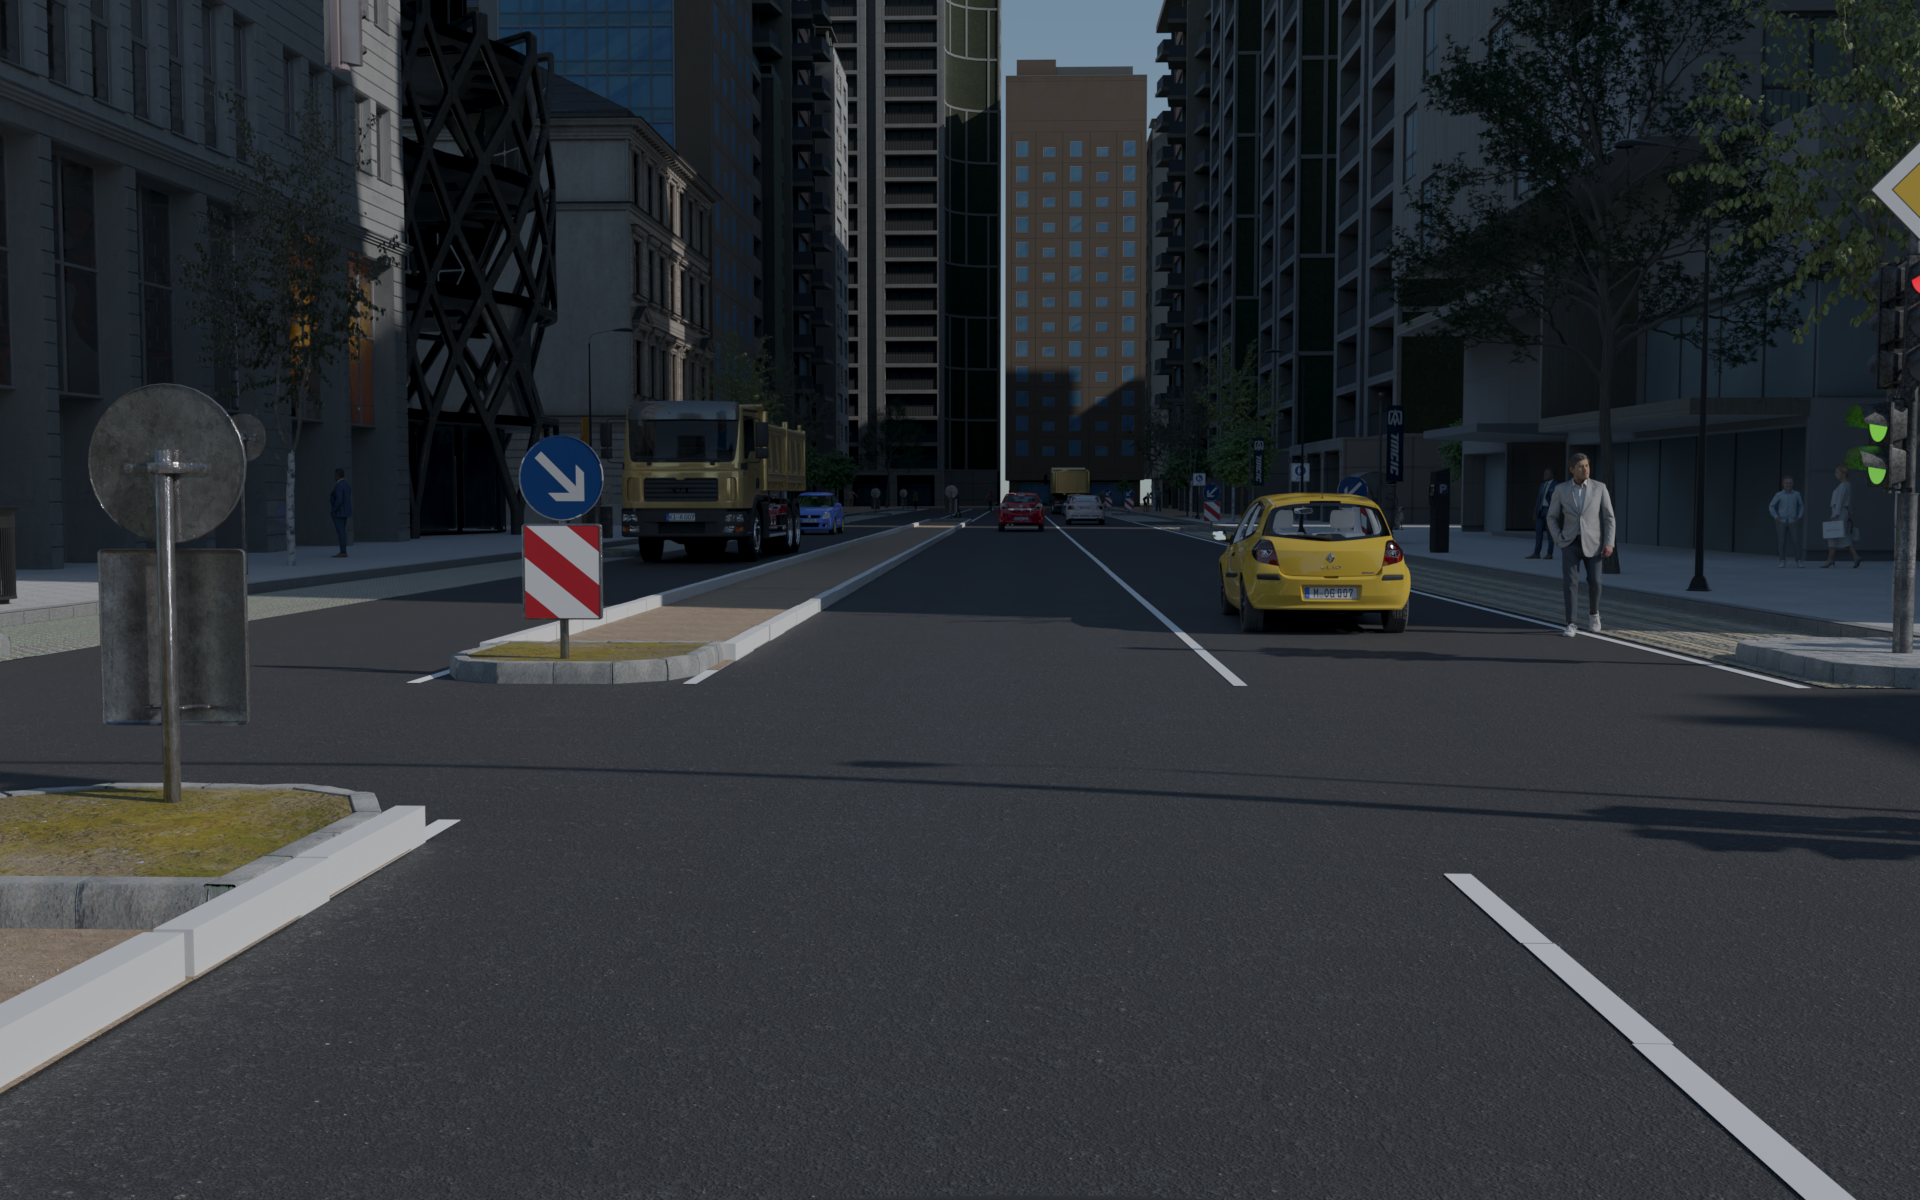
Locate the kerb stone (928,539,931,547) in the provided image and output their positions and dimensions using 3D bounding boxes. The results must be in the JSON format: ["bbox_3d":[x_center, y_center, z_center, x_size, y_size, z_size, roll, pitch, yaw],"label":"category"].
[{"bbox_3d":[-0.912,-1.464,46.140,0.120,0.150,1.000,0,4,2],"label":"kerb stone"}]

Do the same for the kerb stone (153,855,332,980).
[{"bbox_3d":[-2.301,1.015,5.607,0.120,0.150,1.000,0,4,2],"label":"kerb stone"}]

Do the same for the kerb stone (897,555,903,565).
[{"bbox_3d":[-1.301,-0.771,34.852,0.120,0.150,1.000,0,4,2],"label":"kerb stone"}]

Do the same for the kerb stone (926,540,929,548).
[{"bbox_3d":[-0.950,-1.400,45.118,0.120,0.150,1.000,0,4,2],"label":"kerb stone"}]

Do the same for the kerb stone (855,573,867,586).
[{"bbox_3d":[-1.581,-0.271,26.657,0.120,0.150,1.000,0,4,2],"label":"kerb stone"}]

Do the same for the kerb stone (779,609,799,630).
[{"bbox_3d":[-1.867,0.229,18.456,0.120,0.150,1.000,0,4,2],"label":"kerb stone"}]

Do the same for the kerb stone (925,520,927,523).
[{"bbox_3d":[-1.785,-3.658,82.005,0.120,0.150,1.000,0,4,2],"label":"kerb stone"}]

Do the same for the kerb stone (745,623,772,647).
[{"bbox_3d":[-1.940,0.355,16.394,0.120,0.150,1.000,0,4,2],"label":"kerb stone"}]

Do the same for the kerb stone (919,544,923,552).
[{"bbox_3d":[-1.056,-1.214,42.042,0.120,0.150,1.000,0,4,2],"label":"kerb stone"}]

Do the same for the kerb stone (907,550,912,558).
[{"bbox_3d":[-1.191,-0.959,37.927,0.120,0.150,1.000,0,4,2],"label":"kerb stone"}]

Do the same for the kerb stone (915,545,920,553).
[{"bbox_3d":[-1.094,-1.145,41.009,0.120,0.150,1.000,0,4,2],"label":"kerb stone"}]

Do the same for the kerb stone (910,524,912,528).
[{"bbox_3d":[-2.169,-2.968,70.754,0.120,0.150,1.000,0,4,2],"label":"kerb stone"}]

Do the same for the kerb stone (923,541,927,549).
[{"bbox_3d":[-0.988,-1.340,44.096,0.120,0.150,1.000,0,4,2],"label":"kerb stone"}]

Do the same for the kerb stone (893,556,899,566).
[{"bbox_3d":[-1.335,-0.708,33.831,0.120,0.150,1.000,0,4,2],"label":"kerb stone"}]

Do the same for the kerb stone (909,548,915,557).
[{"bbox_3d":[-1.159,-1.024,38.959,0.120,0.150,1.000,0,4,2],"label":"kerb stone"}]

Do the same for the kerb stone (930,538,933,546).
[{"bbox_3d":[-0.876,-1.524,47.163,0.120,0.150,1.000,0,4,2],"label":"kerb stone"}]

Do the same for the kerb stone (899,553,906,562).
[{"bbox_3d":[-1.268,-0.835,35.874,0.120,0.150,1.000,0,4,2],"label":"kerb stone"}]

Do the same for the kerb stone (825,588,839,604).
[{"bbox_3d":[-1.724,-0.022,22.554,0.120,0.150,1.000,0,4,2],"label":"kerb stone"}]

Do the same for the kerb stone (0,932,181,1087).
[{"bbox_3d":[-2.346,1.078,4.572,0.120,0.150,1.000,0,4,2],"label":"kerb stone"}]

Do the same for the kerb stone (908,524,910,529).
[{"bbox_3d":[-2.199,-2.899,69.732,0.120,0.150,1.000,0,4,2],"label":"kerb stone"}]

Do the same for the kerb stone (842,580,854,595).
[{"bbox_3d":[-1.650,-0.146,24.605,0.120,0.150,1.000,0,4,2],"label":"kerb stone"}]

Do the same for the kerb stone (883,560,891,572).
[{"bbox_3d":[-1.407,-0.586,31.784,0.120,0.150,1.000,0,4,2],"label":"kerb stone"}]

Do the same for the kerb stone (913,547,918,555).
[{"bbox_3d":[-1.126,-1.086,39.984,0.120,0.150,1.000,0,4,2],"label":"kerb stone"}]

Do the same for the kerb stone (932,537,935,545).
[{"bbox_3d":[-0.838,-1.590,48.188,0.120,0.150,1.000,0,4,2],"label":"kerb stone"}]

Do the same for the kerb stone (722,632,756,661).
[{"bbox_3d":[-1.968,0.418,15.365,0.120,0.150,1.000,0,4,2],"label":"kerb stone"}]

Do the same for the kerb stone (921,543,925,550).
[{"bbox_3d":[-1.019,-1.277,43.073,0.120,0.150,1.000,0,4,2],"label":"kerb stone"}]

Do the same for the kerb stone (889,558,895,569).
[{"bbox_3d":[-1.375,-0.649,32.809,0.120,0.150,1.000,0,4,2],"label":"kerb stone"}]

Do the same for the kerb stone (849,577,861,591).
[{"bbox_3d":[-1.614,-0.210,25.626,0.120,0.150,1.000,0,4,2],"label":"kerb stone"}]

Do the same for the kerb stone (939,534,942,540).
[{"bbox_3d":[-0.701,-1.841,52.291,0.120,0.150,1.000,0,4,2],"label":"kerb stone"}]

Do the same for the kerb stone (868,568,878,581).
[{"bbox_3d":[-1.504,-0.398,28.710,0.120,0.150,1.000,0,4,2],"label":"kerb stone"}]

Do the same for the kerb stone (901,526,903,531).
[{"bbox_3d":[-2.346,-2.657,65.642,0.120,0.150,1.000,0,4,2],"label":"kerb stone"}]

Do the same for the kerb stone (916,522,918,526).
[{"bbox_3d":[-2.027,-3.218,74.846,0.120,0.150,1.000,0,4,2],"label":"kerb stone"}]

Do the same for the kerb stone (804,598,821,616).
[{"bbox_3d":[-1.796,0.111,20.500,0.120,0.150,1.000,0,4,2],"label":"kerb stone"}]

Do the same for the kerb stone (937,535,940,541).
[{"bbox_3d":[-0.740,-1.778,51.267,0.120,0.150,1.000,0,4,2],"label":"kerb stone"}]

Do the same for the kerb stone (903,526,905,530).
[{"bbox_3d":[-2.316,-2.720,66.664,0.120,0.150,1.000,0,4,2],"label":"kerb stone"}]

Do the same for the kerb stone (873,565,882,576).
[{"bbox_3d":[-1.479,-0.459,29.733,0.120,0.150,1.000,0,4,2],"label":"kerb stone"}]

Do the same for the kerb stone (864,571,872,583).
[{"bbox_3d":[-1.545,-0.331,27.685,0.120,0.150,1.000,0,4,2],"label":"kerb stone"}]

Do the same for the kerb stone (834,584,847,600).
[{"bbox_3d":[-1.688,-0.078,23.576,0.120,0.150,1.000,0,4,2],"label":"kerb stone"}]

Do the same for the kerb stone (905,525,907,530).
[{"bbox_3d":[-2.271,-2.782,67.689,0.120,0.150,1.000,0,4,2],"label":"kerb stone"}]

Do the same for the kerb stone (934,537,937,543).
[{"bbox_3d":[-0.812,-1.652,49.222,0.120,0.150,1.000,0,4,2],"label":"kerb stone"}]

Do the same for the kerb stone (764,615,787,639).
[{"bbox_3d":[-1.895,0.292,17.427,0.120,0.150,1.000,0,4,2],"label":"kerb stone"}]

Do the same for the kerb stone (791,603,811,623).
[{"bbox_3d":[-1.830,0.166,19.478,0.120,0.150,1.000,0,4,2],"label":"kerb stone"}]

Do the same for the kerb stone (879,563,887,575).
[{"bbox_3d":[-1.437,-0.524,30.757,0.120,0.150,1.000,0,4,2],"label":"kerb stone"}]

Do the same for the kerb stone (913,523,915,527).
[{"bbox_3d":[-2.101,-3.095,72.797,0.120,0.150,1.000,0,4,2],"label":"kerb stone"}]

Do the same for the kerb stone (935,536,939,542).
[{"bbox_3d":[-0.772,-1.710,50.244,0.120,0.150,1.000,0,4,2],"label":"kerb stone"}]

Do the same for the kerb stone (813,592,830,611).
[{"bbox_3d":[-1.756,0.041,21.525,0.120,0.150,1.000,0,4,2],"label":"kerb stone"}]

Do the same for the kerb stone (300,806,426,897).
[{"bbox_3d":[-2.277,0.952,6.629,0.120,0.150,1.000,0,4,2],"label":"kerb stone"}]

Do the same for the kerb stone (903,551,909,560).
[{"bbox_3d":[-1.232,-0.899,36.896,0.120,0.150,1.000,0,4,2],"label":"kerb stone"}]

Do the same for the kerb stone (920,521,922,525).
[{"bbox_3d":[-1.924,-3.403,77.912,0.120,0.150,1.000,0,4,2],"label":"kerb stone"}]
